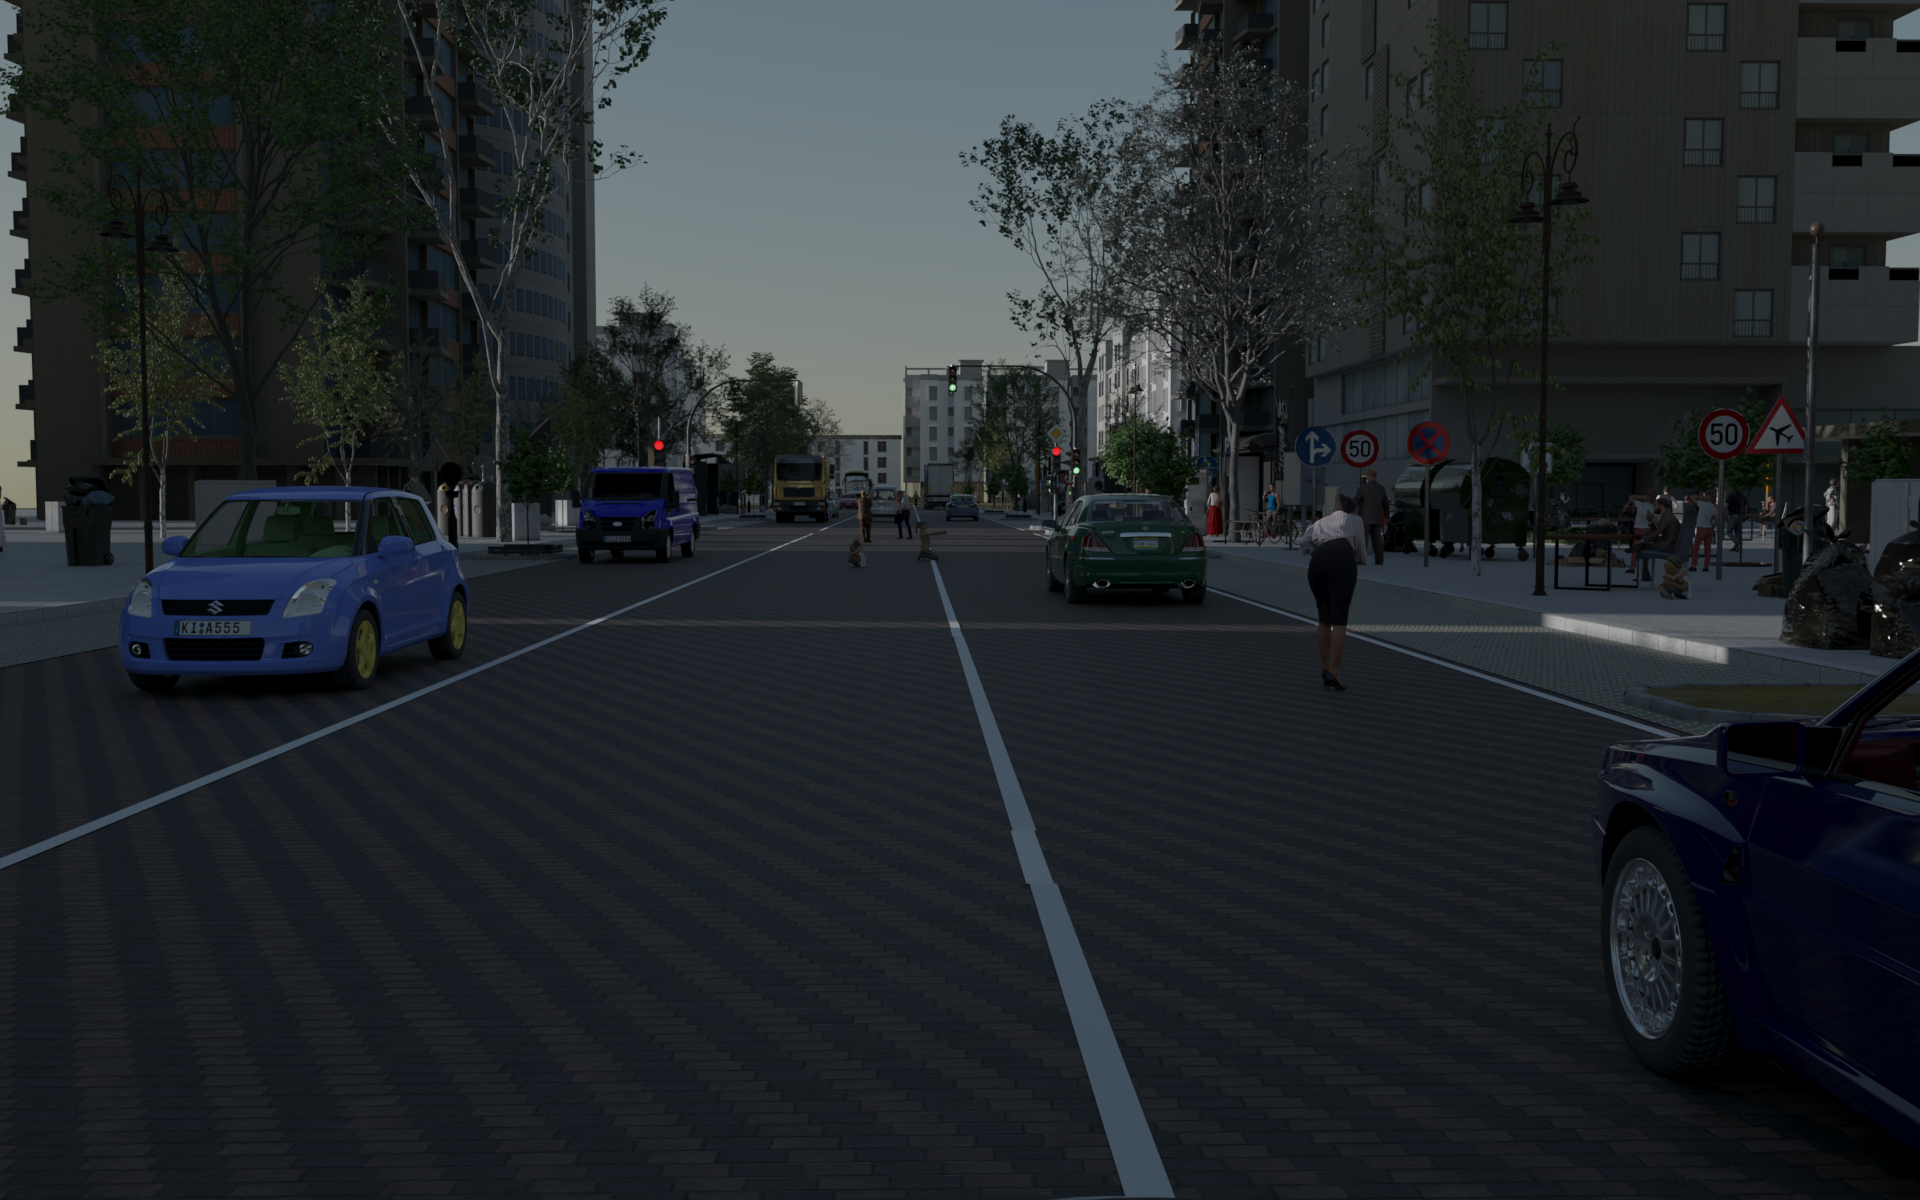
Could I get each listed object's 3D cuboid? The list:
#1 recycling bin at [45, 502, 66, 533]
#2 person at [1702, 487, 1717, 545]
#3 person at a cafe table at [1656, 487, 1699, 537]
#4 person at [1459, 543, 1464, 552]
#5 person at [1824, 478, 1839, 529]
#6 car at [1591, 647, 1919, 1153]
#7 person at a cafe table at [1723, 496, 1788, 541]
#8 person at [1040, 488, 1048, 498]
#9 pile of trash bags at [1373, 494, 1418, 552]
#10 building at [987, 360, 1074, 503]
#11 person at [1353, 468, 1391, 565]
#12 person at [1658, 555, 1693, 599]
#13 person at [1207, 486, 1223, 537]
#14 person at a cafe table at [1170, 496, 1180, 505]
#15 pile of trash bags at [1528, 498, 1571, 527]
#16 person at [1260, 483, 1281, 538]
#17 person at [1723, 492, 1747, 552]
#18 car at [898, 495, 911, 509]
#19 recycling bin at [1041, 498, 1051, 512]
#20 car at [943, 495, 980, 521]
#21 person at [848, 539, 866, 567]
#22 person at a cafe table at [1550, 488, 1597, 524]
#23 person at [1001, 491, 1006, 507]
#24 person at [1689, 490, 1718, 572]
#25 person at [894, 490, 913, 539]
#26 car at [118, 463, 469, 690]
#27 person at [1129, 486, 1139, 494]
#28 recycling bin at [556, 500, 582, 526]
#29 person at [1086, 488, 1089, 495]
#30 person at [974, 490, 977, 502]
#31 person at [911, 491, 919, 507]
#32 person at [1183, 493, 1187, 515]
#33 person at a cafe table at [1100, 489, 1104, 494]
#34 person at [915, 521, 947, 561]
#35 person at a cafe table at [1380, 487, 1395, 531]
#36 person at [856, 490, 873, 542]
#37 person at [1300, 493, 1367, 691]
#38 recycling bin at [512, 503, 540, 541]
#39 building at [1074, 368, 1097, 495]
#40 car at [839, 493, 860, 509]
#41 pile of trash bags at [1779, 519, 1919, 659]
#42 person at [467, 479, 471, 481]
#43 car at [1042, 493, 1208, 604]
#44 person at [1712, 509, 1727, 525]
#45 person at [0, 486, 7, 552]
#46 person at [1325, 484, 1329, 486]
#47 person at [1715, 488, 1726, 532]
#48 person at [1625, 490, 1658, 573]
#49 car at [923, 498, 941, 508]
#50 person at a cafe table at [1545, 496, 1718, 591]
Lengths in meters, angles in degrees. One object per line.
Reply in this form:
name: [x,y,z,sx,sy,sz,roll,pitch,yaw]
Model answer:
recycling bin: [-30.071,-2.779,57.994,0.722,1.027,0.722,2,4,27]
person: [19.063,-2.269,44.053,0.541,1.710,0.530,-3,5,-40]
person at a cafe table: [21.173,-2.637,51.633,1.698,1.524,1.622,3,4,38]
person: [11.138,-1.772,38.206,0.799,1.438,0.628,3,5,41]
person: [25.130,-2.640,49.935,0.376,1.734,0.841,1,4,23]
car: [2.556,0.579,3.121,1.945,1.354,3.894,0,4,0]
person at a cafe table: [21.878,-2.260,47.807,1.726,1.238,1.698,2,4,26]
person: [7.538,-9.126,155.263,1.348,1.823,0.705,2,4,34]
pile of trash bags: [9.513,-1.826,39.608,1.912,1.369,3.447,1,4,15]
building: [9.685,-24.059,249.788,11.380,20.091,16.016,0,4,-2]
person: [7.385,-1.515,31.363,0.990,1.755,0.434,-1,4,-22]
person: [8.752,-0.285,21.173,0.357,0.543,0.381,0,4,-2]
person: [7.583,-2.630,51.512,0.523,1.526,0.387,2,4,24]
person at a cafe table: [15.350,-7.251,127.069,1.622,1.524,1.698,1,4,22]
pile of trash bags: [19.492,-3.072,59.985,1.912,1.369,3.447,-3,5,-45]
person: [8.990,-2.587,50.207,0.647,1.594,0.662,3,5,41]
person: [17.034,-1.827,38.128,0.569,1.553,0.471,1,4,17]
car: [-4.800,-7.498,134.601,2.014,1.417,4.499,0,4,-3]
recycling bin: [6.176,-6.779,123.391,0.722,1.027,0.722,1,4,11]
car: [0.106,-4.975,93.337,2.014,1.417,4.499,0,4,-1]
person: [-2.019,-0.921,34.038,0.357,0.543,0.381,0,4,0]
person at a cafe table: [26.478,-4.079,75.200,1.622,1.524,1.698,0,4,-7]
person: [4.158,-9.711,166.286,0.415,1.643,0.593,2,4,26]
person: [12.289,-1.147,28.705,0.435,1.345,0.340,-1,4,-17]
person: [-1.801,-2.705,54.940,0.590,1.554,0.614,0,4,0]
car: [-5.184,-0.256,13.775,1.945,1.707,3.694,0,4,0]
person: [7.439,-4.065,73.958,0.517,1.644,0.566,1,4,19]
recycling bin: [-16.591,-3.709,73.195,0.722,1.027,0.722,2,4,26]
person: [11.355,-9.009,153.357,0.705,1.823,1.348,-3,5,-43]
person: [1.981,-12.947,217.727,0.705,1.824,1.348,-1,4,-9]
person: [-4.987,-11.371,194.422,0.705,1.823,1.348,2,4,33]
person: [7.576,-3.092,56.737,0.875,1.805,0.789,0,4,3]
person at a cafe table: [6.990,-4.899,88.619,1.622,1.524,1.698,2,4,24]
person: [-0.621,-1.283,37.394,0.695,0.859,0.347,0,4,3]
person at a cafe table: [14.778,-3.154,60.079,1.622,1.524,1.698,0,4,-5]
person: [-2.835,-2.484,51.386,0.482,1.546,0.388,1,4,12]
person: [2.822,-0.072,12.869,0.628,1.438,0.799,-1,4,-8]
recycling bin: [-12.038,-2.162,47.903,0.722,1.027,0.722,-2,4,-24]
building: [21.050,-24.102,250.488,11.380,20.091,16.016,0,4,-2]
car: [-10.634,-9.583,165.724,2.155,1.783,4.494,0,4,-3]
pile of trash bags: [8.743,-0.271,14.178,3.447,1.369,1.912,0,4,0]
person: [-17.344,-3.377,61.383,0.598,1.807,0.434,0,4,-3]
car: [2.248,-0.752,24.093,2.131,1.459,4.920,0,4,-2]
person: [28.280,-3.256,64.434,0.574,1.496,0.600,-2,4,-31]
person: [-21.402,-1.929,38.253,0.551,1.740,0.621,3,5,41]
person: [16.253,-4.276,76.680,0.376,1.734,0.841,3,5,43]
person: [25.857,-3.154,59.072,0.517,1.644,0.566,3,4,36]
person: [11.010,-1.102,27.973,0.435,1.345,0.340,0,4,7]
car: [-2.923,-10.433,182.575,2.014,1.417,4.499,0,3,0]
person at a cafe table: [8.924,-0.756,23.225,1.726,1.238,1.698,3,5,42]
